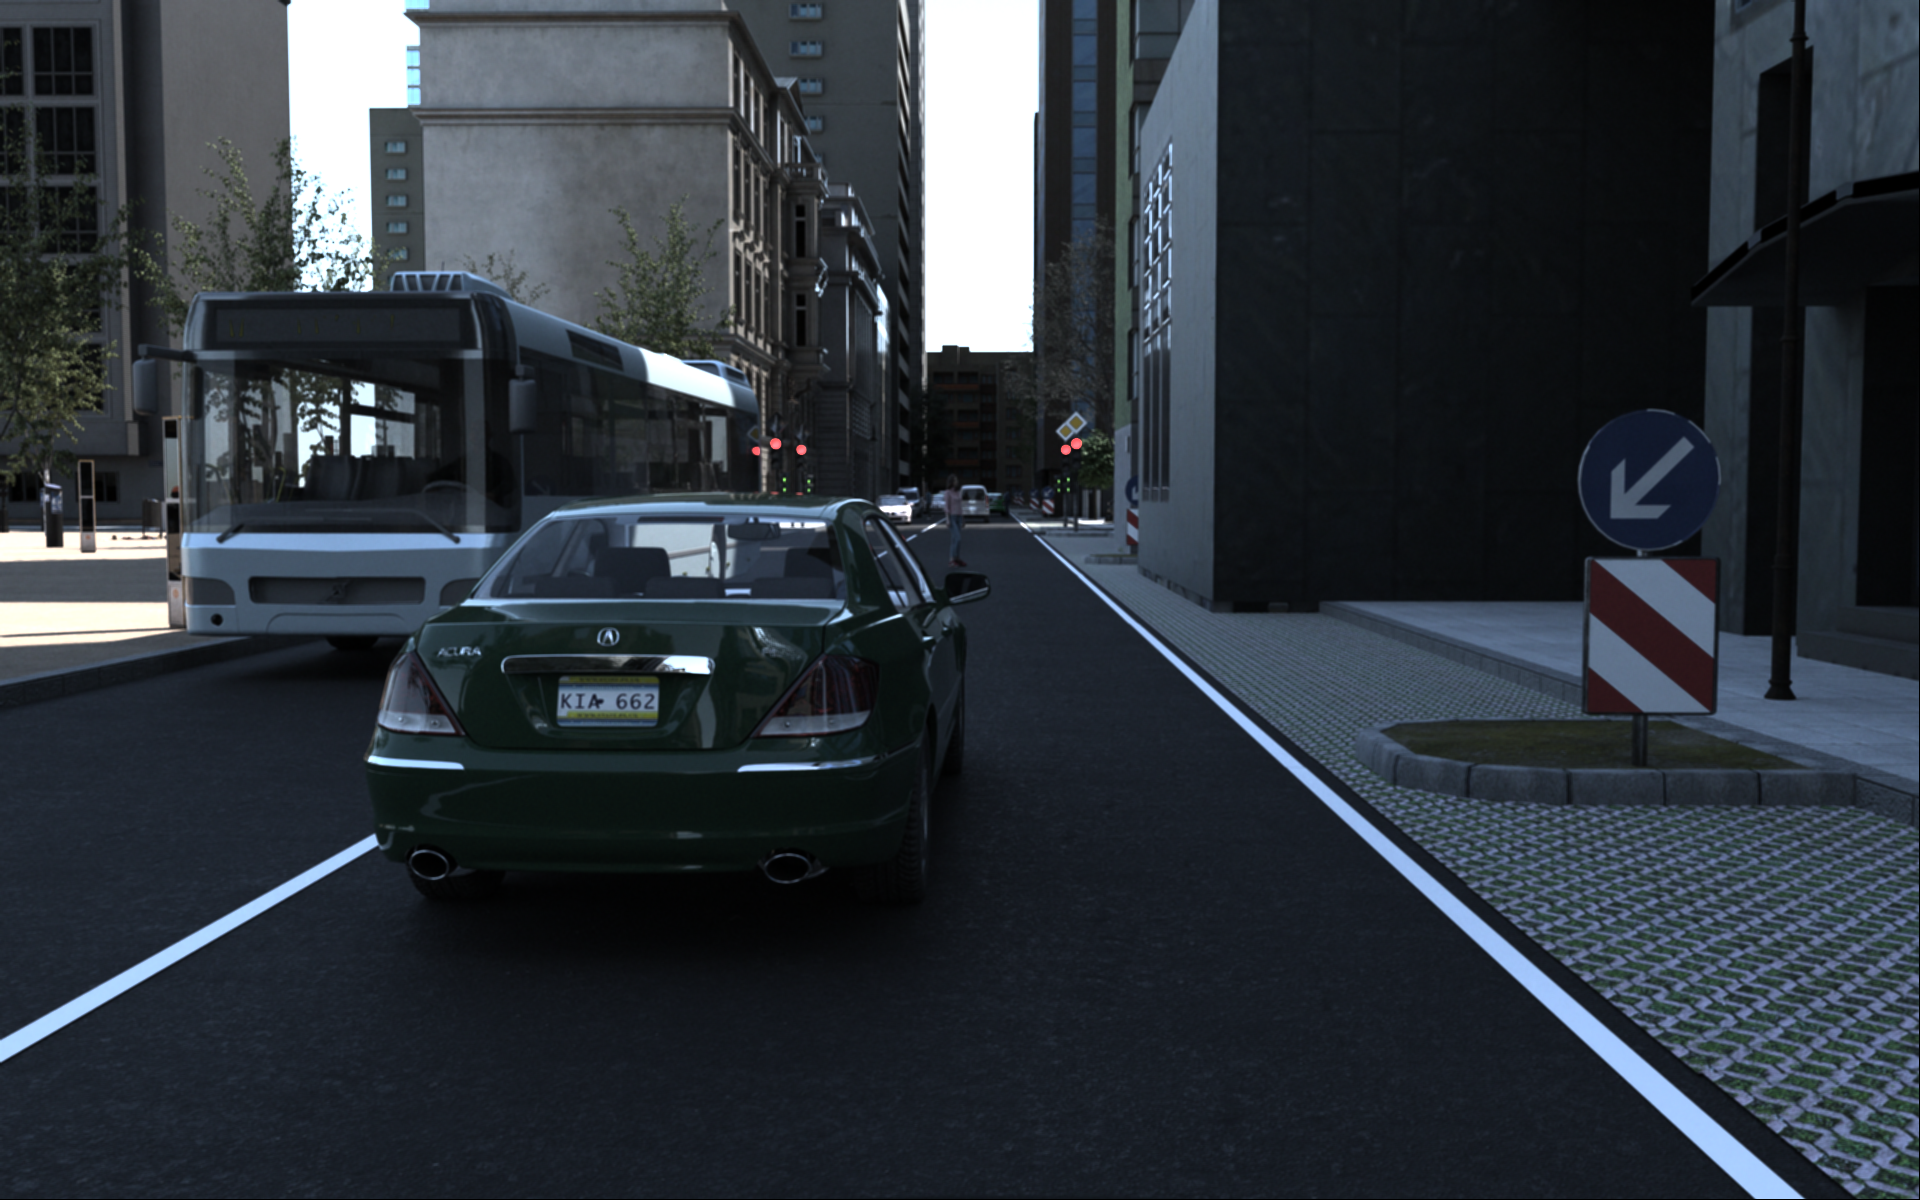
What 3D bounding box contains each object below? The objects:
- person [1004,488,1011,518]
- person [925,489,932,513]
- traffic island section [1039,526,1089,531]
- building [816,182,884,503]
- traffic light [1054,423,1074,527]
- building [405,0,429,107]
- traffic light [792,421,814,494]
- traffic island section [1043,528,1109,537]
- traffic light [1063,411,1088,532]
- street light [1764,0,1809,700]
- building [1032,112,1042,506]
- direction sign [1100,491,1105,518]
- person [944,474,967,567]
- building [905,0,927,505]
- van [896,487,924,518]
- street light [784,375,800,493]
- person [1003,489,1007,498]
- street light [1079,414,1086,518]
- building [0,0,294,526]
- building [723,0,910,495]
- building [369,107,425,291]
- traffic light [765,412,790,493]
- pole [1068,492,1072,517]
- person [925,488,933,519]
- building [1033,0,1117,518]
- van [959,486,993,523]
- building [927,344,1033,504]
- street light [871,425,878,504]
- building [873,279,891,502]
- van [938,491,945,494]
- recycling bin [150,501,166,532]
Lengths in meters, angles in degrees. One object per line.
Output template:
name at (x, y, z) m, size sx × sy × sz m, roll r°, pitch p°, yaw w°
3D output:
person at (2.792, -5.723, 102.254) m, size 0.419 × 1.800 × 0.721 m, roll 0°, pitch 4°, yaw -6°
person at (-2.374, -7.578, 132.499) m, size 0.679 × 1.850 × 0.850 m, roll 1°, pitch 4°, yaw 23°
traffic island section at (4.084, -2.723, 66.796) m, size 2.009 × 0.180 × 2.903 m, roll 0°, pitch 4°, yaw 1°
building at (-12.269, -16.573, 112.768) m, size 13.314 × 21.916 × 24.055 m, roll 0°, pitch 4°, yaw 1°
traffic light at (4.044, -4.756, 66.683) m, size 0.839 × 4.253 × 0.868 m, roll 0°, pitch 4°, yaw 1°
building at (-61.589, -56.470, 235.959) m, size 31.000 × 86.520 × 22.319 m, roll 0°, pitch 4°, yaw 1°
traffic light at (-6.066, -4.765, 66.835) m, size 0.839 × 4.253 × 0.868 m, roll 0°, pitch 4°, yaw 1°
traffic island section at (3.950, -2.234, 58.812) m, size 2.009 × 0.180 × 2.903 m, roll 0°, pitch 4°, yaw 1°
traffic light at (3.910, -4.268, 58.699) m, size 0.839 × 4.253 × 0.868 m, roll 0°, pitch 4°, yaw 1°
street light at (5.142, -2.318, 10.682) m, size 0.468 × 5.910 × 1.993 m, roll 0°, pitch 4°, yaw 1°
building at (14.906, -30.879, 188.471) m, size 14.154 × 41.232 × 14.086 m, roll 0°, pitch 4°, yaw 1°
direction sign at (7.712, -6.251, 94.208) m, size 0.876 × 3.537 × 0.379 m, roll -1°, pitch 4°, yaw -20°
person at (-0.113, -1.569, 34.169) m, size 0.388 × 1.821 × 0.555 m, roll 2°, pitch 4°, yaw 27°
building at (-14.610, -47.031, 207.215) m, size 20.611 × 71.187 × 20.563 m, roll 0°, pitch 4°, yaw 1°
van at (-3.209, -6.098, 106.721) m, size 2.013 × 2.044 × 4.112 m, roll 0°, pitch 4°, yaw 1°
street light at (-6.500, -5.767, 67.086) m, size 0.468 × 5.910 × 1.993 m, roll 0°, pitch 4°, yaw 1°
person at (3.568, -7.650, 133.839) m, size 0.793 × 1.790 × 0.793 m, roll 3°, pitch 4°, yaw 38°
street light at (6.578, -7.441, 94.441) m, size 0.468 × 5.910 × 1.993 m, roll 0°, pitch 4°, yaw 1°
building at (-42.979, -17.132, 73.622) m, size 24.014 × 27.812 × 14.314 m, roll 0°, pitch 4°, yaw 1°
building at (-15.534, -32.345, 152.548) m, size 21.300 × 48.544 × 21.600 m, roll 0°, pitch 4°, yaw 1°
building at (-56.336, -35.714, 207.632) m, size 21.600 × 48.544 × 21.300 m, roll 0°, pitch 4°, yaw 1°
traffic light at (-6.200, -4.277, 58.851) m, size 0.839 × 4.253 × 0.868 m, roll 0°, pitch 4°, yaw 1°
pole at (6.089, -6.227, 95.651) m, size 0.158 × 3.312 × 0.155 m, roll 0°, pitch 3°, yaw 0°
person at (-1.741, -5.452, 97.978) m, size 0.444 × 1.785 × 0.601 m, roll 0°, pitch 4°, yaw -1°
building at (11.698, -27.654, 102.259) m, size 14.600 × 45.320 × 14.200 m, roll 0°, pitch 4°, yaw 1°
van at (0.648, -4.890, 86.965) m, size 2.013 × 2.044 × 4.112 m, roll 0°, pitch 4°, yaw 0°
building at (-0.442, -24.137, 239.677) m, size 28.899 × 21.520 × 27.650 m, roll 0°, pitch 4°, yaw 1°
street light at (-5.671, -8.654, 114.280) m, size 0.468 × 5.910 × 1.993 m, roll 0°, pitch 4°, yaw 1°
building at (-10.970, -17.051, 133.529) m, size 10.420 × 20.320 × 16.860 m, roll 0°, pitch 4°, yaw 1°
van at (-1.922, -12.383, 209.467) m, size 2.013 × 2.044 × 4.112 m, roll 0°, pitch 4°, yaw -1°
recycling bin at (-27.086, -2.833, 58.866) m, size 0.722 × 1.027 × 0.722 m, roll -3°, pitch 4°, yaw -38°
